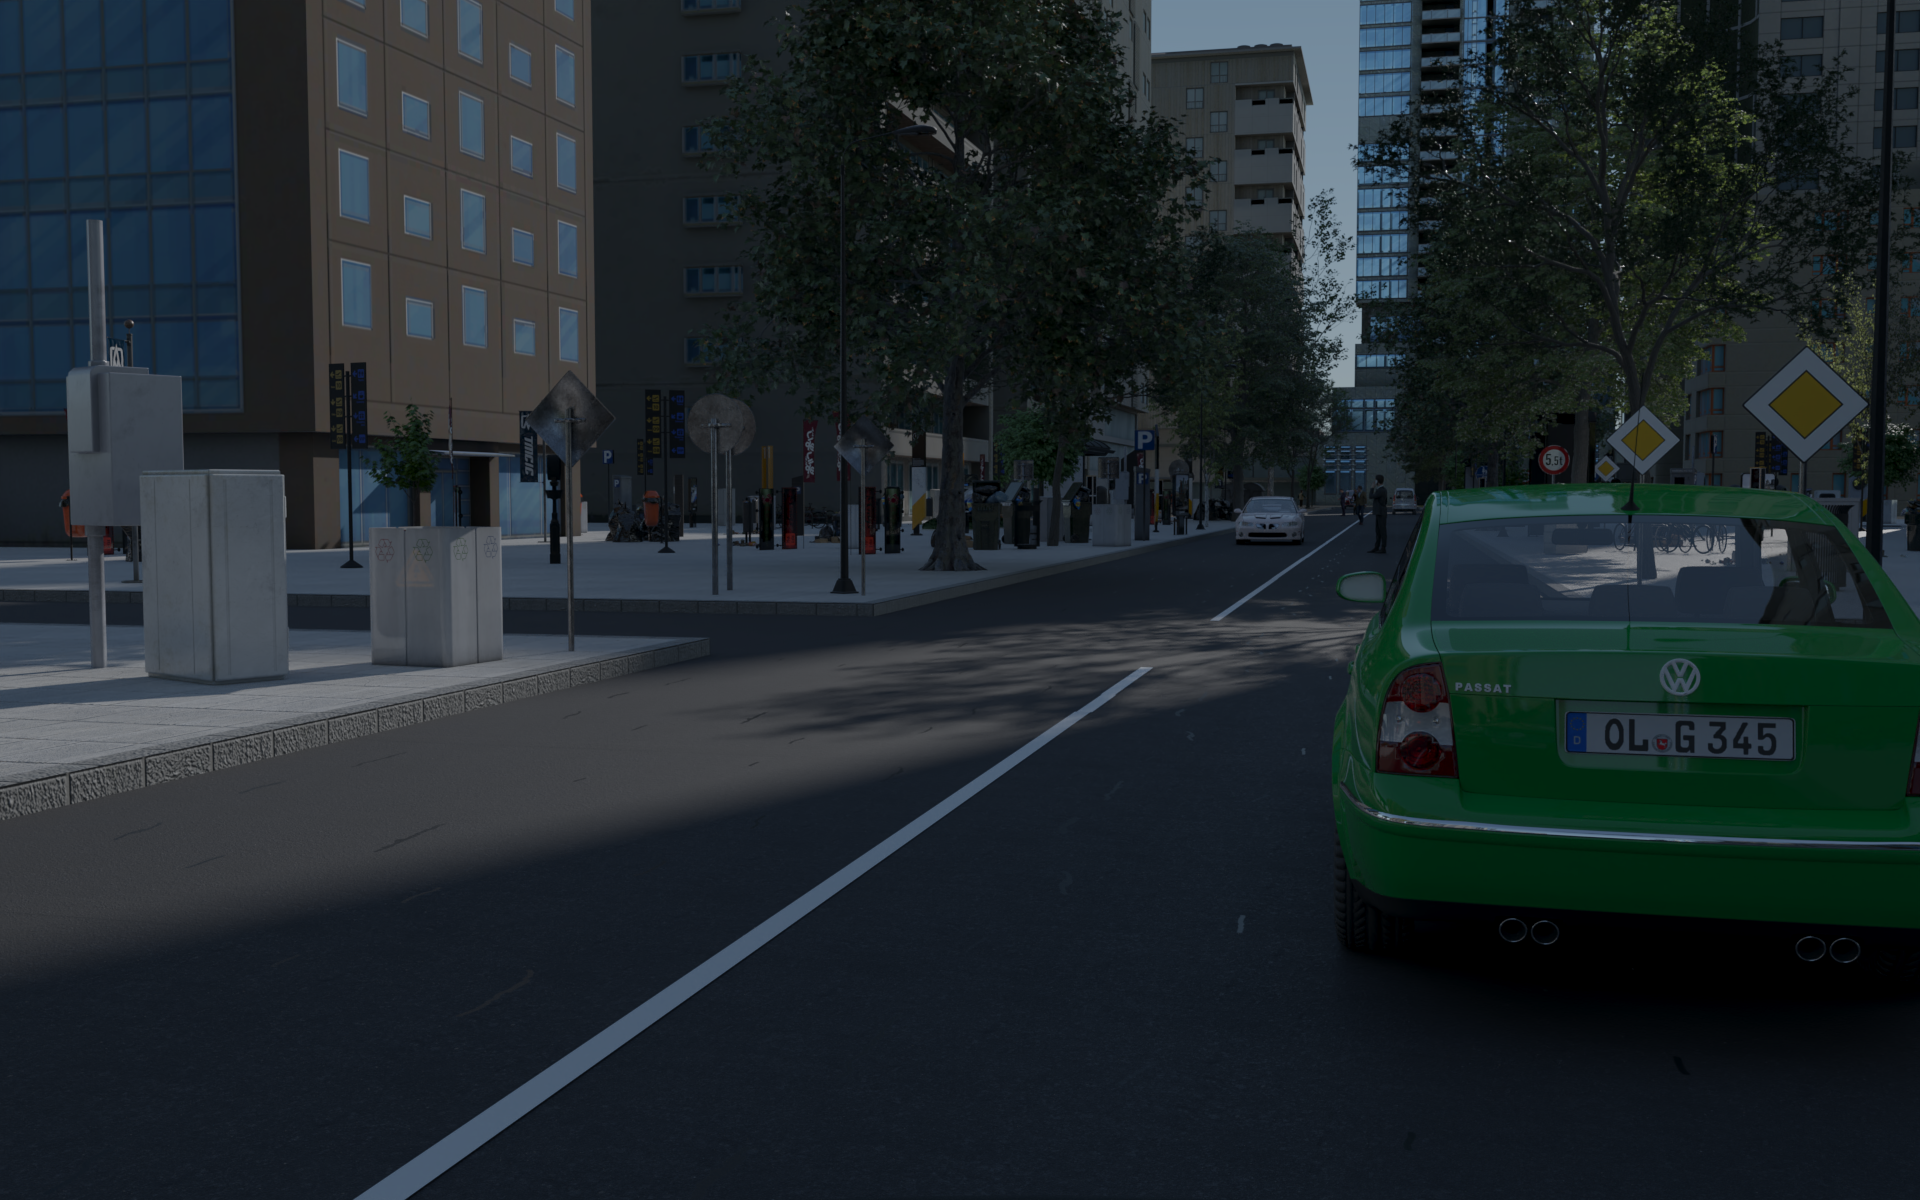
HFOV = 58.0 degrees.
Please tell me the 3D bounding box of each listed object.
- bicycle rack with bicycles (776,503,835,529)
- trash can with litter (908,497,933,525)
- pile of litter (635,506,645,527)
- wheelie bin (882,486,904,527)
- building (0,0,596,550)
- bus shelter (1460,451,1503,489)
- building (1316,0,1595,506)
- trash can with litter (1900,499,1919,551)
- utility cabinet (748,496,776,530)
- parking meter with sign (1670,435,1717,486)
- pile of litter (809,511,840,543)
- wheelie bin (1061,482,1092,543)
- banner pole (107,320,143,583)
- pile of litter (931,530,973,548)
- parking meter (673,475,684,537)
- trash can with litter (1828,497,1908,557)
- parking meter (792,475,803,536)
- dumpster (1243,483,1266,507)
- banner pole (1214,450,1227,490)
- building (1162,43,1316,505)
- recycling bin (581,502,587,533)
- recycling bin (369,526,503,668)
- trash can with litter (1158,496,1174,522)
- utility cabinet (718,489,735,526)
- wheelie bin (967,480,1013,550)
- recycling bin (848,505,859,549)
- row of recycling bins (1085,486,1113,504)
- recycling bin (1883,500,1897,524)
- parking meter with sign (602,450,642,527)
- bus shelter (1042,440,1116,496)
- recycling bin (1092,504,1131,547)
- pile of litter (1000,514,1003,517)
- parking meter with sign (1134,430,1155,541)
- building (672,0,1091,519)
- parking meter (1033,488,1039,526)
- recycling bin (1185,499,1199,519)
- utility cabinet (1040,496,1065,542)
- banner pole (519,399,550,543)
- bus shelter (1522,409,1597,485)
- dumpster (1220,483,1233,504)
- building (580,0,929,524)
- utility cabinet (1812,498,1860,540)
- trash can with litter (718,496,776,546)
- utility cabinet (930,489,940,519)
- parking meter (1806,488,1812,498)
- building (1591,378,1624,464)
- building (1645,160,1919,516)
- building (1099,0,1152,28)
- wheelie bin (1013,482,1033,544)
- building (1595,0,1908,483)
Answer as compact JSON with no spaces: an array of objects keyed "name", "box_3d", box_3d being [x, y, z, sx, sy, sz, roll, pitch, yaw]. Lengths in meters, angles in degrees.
[{"name":"bicycle rack with bicycles","box_3d":[-6.385,-3.429,69.440,2.925,0.926,2.852,0,4,-4]},{"name":"trash can with litter","box_3d":[-1.011,-3.756,72.461,2.233,1.210,1.678,0,4,4]},{"name":"pile of litter","box_3d":[-11.419,-3.032,63.541,1.176,0.858,1.719,1,4,18]},{"name":"wheelie bin","box_3d":[-2.581,-3.648,67.546,0.980,1.594,0.693,-3,5,-44]},{"name":"building","box_3d":[-19.536,-24.245,46.510,14.600,45.320,14.200,1,4,14]},{"name":"bus shelter","box_3d":[24.977,-5.431,82.715,2.014,3.302,5.546,1,4,14]},{"name":"building","box_3d":[56.735,-53.918,194.238,31.000,86.520,22.319,1,4,14]},{"name":"trash can with litter","box_3d":[21.748,-1.680,38.863,1.055,1.170,0.624,0,4,4]},{"name":"utility cabinet","box_3d":[-7.091,-3.102,61.881,1.020,1.237,0.306,2,4,26]},{"name":"parking meter with sign","box_3d":[21.589,-3.392,51.715,1.738,3.016,0.543,2,4,33]},{"name":"pile of litter","box_3d":[-3.100,-1.945,45.772,1.719,0.858,1.176,0,4,3]},{"name":"wheelie bin","box_3d":[3.080,-2.303,45.563,0.693,1.594,0.980,-1,4,-17]},{"name":"banner pole","box_3d":[-11.925,-2.123,24.731,0.401,3.779,0.863,0,4,0]},{"name":"pile of litter","box_3d":[-0.087,-1.701,41.775,1.176,0.858,1.719,2,4,34]},{"name":"parking meter","box_3d":[-8.450,-2.830,51.987,0.255,1.863,0.399,-1,4,-16]},{"name":"trash can with litter","box_3d":[18.335,-1.514,35.806,1.678,1.210,2.233,-3,5,-42]},{"name":"parking meter","box_3d":[-5.002,-2.909,53.273,0.399,1.863,0.255,0,4,1]},{"name":"dumpster","box_3d":[14.924,-5.061,88.501,1.264,1.857,1.865,1,4,14]},{"name":"banner pole","box_3d":[14.435,-6.451,95.490,0.863,3.779,0.401,1,4,15]},{"name":"building","box_3d":[29.330,-37.734,206.191,27.495,52.752,28.713,1,4,14]},{"name":"recycling bin","box_3d":[-12.779,-2.723,57.076,0.722,1.027,0.722,2,4,24]},{"name":"recycling bin","box_3d":[-3.984,-0.039,13.195,0.722,1.027,0.722,1,4,21]},{"name":"trash can with litter","box_3d":[9.748,-4.231,80.226,1.678,1.210,2.233,2,4,33]},{"name":"utility cabinet","box_3d":[-9.411,-3.729,69.654,0.318,1.500,1.173,1,4,15]},{"name":"wheelie bin","box_3d":[0.632,-1.948,39.752,0.980,1.594,0.693,0,4,6]},{"name":"recycling bin","box_3d":[-2.405,-1.728,40.811,0.722,1.027,0.722,0,4,5]},{"name":"row of recycling bins","box_3d":[6.607,-4.867,86.687,3.534,1.692,1.069,0,4,-8]},{"name":"recycling bin","box_3d":[40.031,-3.815,74.929,0.722,1.027,0.722,-3,5,-43]},{"name":"parking meter with sign","box_3d":[-13.420,-4.449,68.999,0.543,3.016,1.738,2,4,32]},{"name":"bus shelter","box_3d":[4.060,-4.111,61.141,2.014,3.302,5.546,1,4,14]},{"name":"recycling bin","box_3d":[3.732,-1.836,42.568,0.722,1.027,0.722,3,4,38]},{"name":"pile of litter","box_3d":[2.153,-4.325,84.685,1.719,0.858,1.176,-1,4,-14]},{"name":"parking meter with sign","box_3d":[5.072,-3.169,48.066,0.543,3.016,1.738,0,4,3]},{"name":"building","box_3d":[-3.919,-29.785,110.683,21.300,48.544,21.600,1,4,14]},{"name":"parking meter","box_3d":[3.168,-3.808,70.669,0.372,1.533,0.369,0,3,0]},{"name":"recycling bin","box_3d":[12.052,-4.760,90.384,0.722,1.027,0.722,3,5,41]},{"name":"utility cabinet","box_3d":[2.606,-2.187,46.916,0.306,1.237,1.020,3,5,44]},{"name":"banner pole","box_3d":[-11.223,-3.411,45.779,0.863,3.779,0.401,-1,4,-9]},{"name":"bus shelter","box_3d":[16.896,-3.542,49.190,1.731,3.624,6.357,1,4,14]},{"name":"dumpster","box_3d":[14.795,-5.399,94.027,1.264,1.857,1.865,1,4,14]},{"name":"building","box_3d":[-11.105,-28.213,84.988,21.300,48.544,21.600,1,4,14]},{"name":"utility cabinet","box_3d":[14.227,-1.064,28.558,1.020,1.237,0.306,1,4,13]},{"name":"trash can with litter","box_3d":[-5.249,-1.966,43.207,1.678,1.210,2.233,-1,4,-17]},{"name":"utility cabinet","box_3d":[-0.886,-4.398,80.586,0.318,1.500,1.173,3,5,41]},{"name":"parking meter","box_3d":[36.952,-4.106,75.544,0.372,1.533,0.369,0,3,0]},{"name":"building","box_3d":[86.951,-53.494,187.294,31.000,86.520,22.319,1,4,14]},{"name":"building","box_3d":[60.630,-16.304,111.604,27.650,21.520,28.899,1,4,14]},{"name":"building","box_3d":[1.404,-34.117,147.046,27.495,52.752,28.713,1,4,14]},{"name":"wheelie bin","box_3d":[1.464,-2.246,44.638,0.693,1.594,0.980,-2,4,-28]},{"name":"building","box_3d":[62.373,-42.644,135.473,20.563,71.187,20.611,1,4,14]}]
